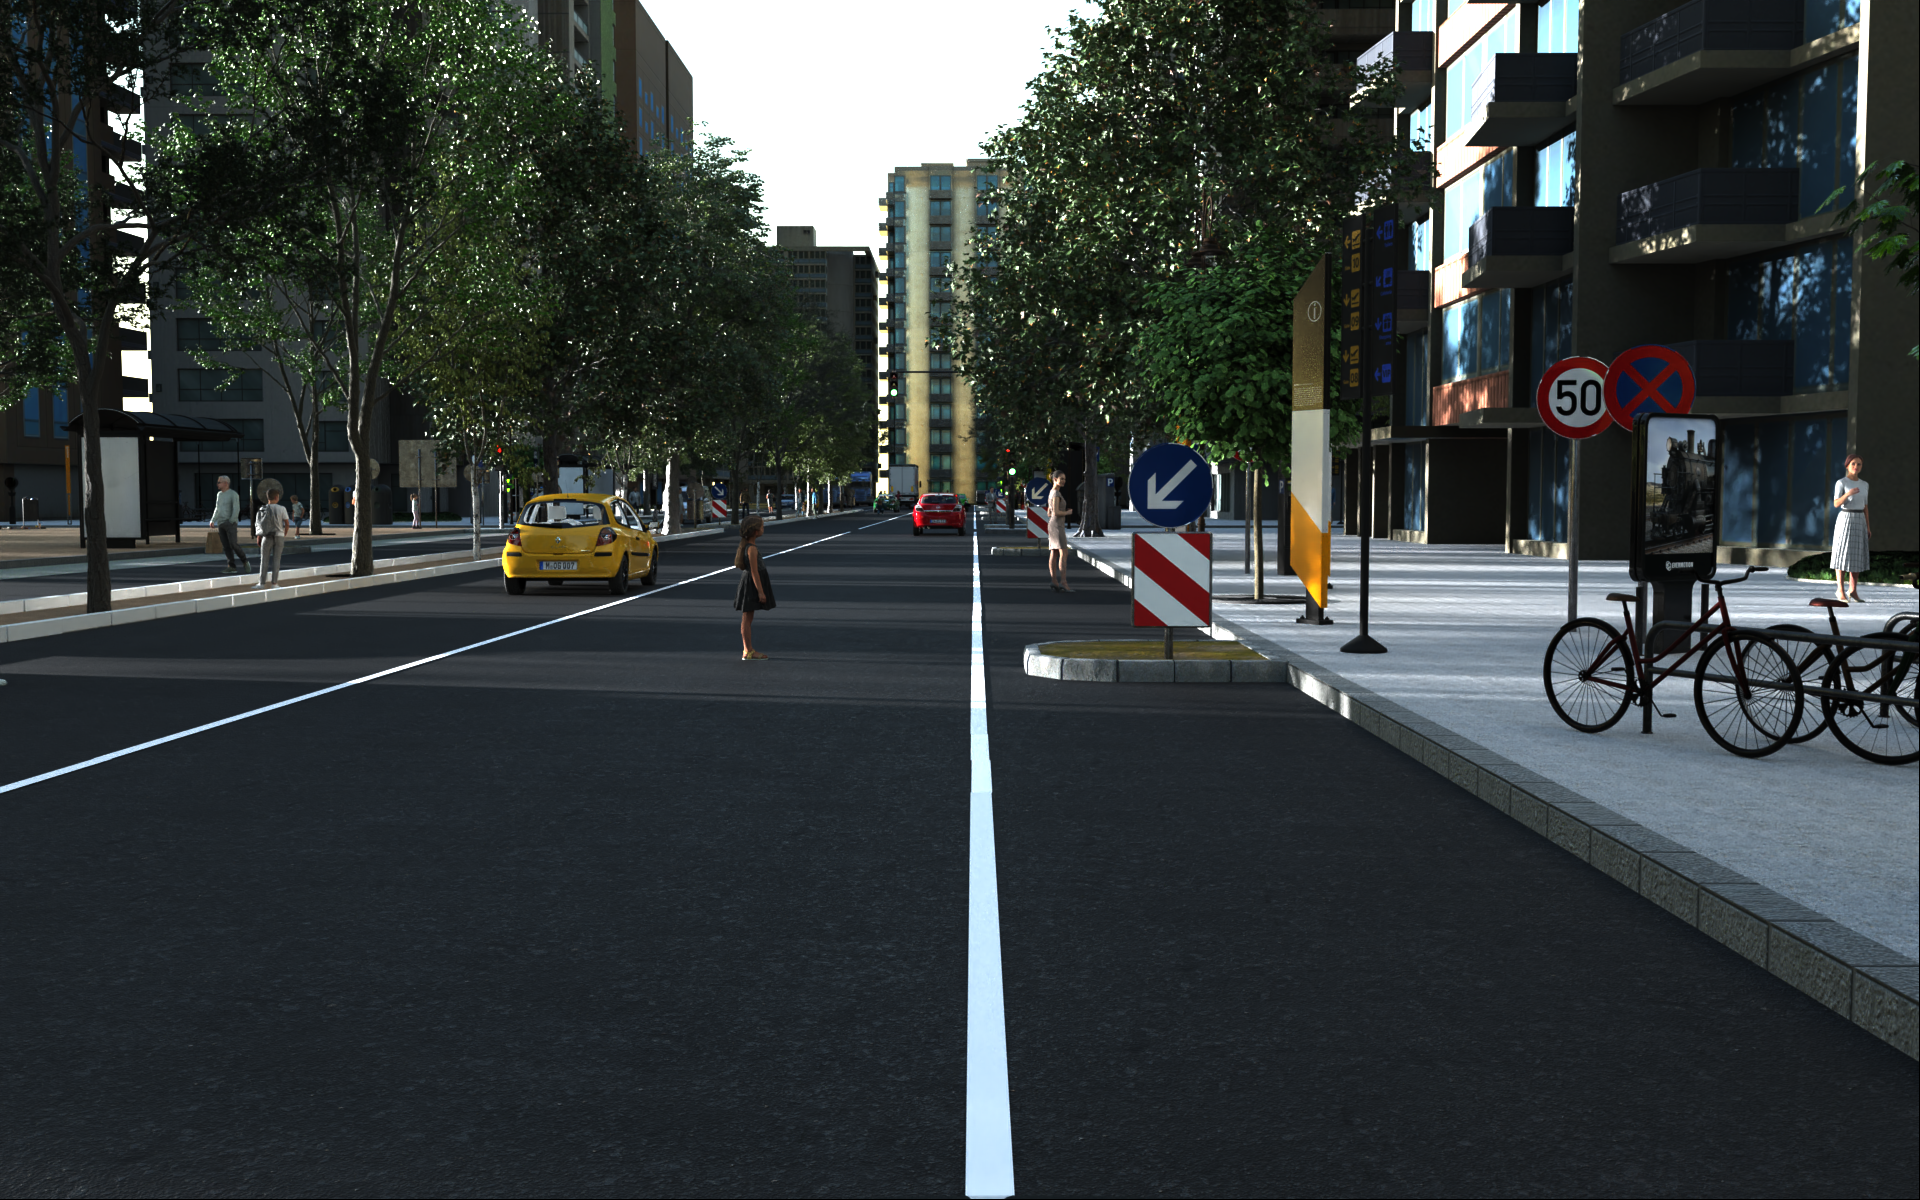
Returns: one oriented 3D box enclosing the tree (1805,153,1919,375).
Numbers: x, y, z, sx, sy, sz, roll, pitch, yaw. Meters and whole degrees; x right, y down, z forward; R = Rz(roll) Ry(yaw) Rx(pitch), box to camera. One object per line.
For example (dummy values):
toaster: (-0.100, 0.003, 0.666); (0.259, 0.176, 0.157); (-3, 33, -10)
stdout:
tree: (3.624, -0.638, 5.036); (1.663, 3.219, 1.824); (0, 3, 0)

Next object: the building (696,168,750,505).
building: (-38.643, -31.038, 199.357); (23.993, 40.220, 32.217); (0, 4, 0)

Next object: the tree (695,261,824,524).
tree: (-9.763, -9.008, 75.493); (9.928, 11.665, 9.643); (0, 3, 0)

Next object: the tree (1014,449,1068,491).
tree: (5.252, -10.938, 129.198); (4.737, 8.622, 4.395); (0, 3, 0)

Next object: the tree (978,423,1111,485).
tree: (5.058, -10.282, 86.230); (7.486, 12.596, 7.792); (0, 3, 0)

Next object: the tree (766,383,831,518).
tree: (-9.561, -9.090, 101.433); (4.737, 8.622, 4.395); (0, 3, 0)

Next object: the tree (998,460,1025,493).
tree: (5.233, -7.947, 113.652); (4.285, 4.588, 4.351); (0, 3, 0)

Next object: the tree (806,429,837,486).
tree: (-9.859, -9.837, 113.647); (4.360, 8.622, 3.978); (0, 3, 0)

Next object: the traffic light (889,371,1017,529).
traffic light: (-0.198, -5.455, 63.865); (4.771, 5.953, 1.251); (0, 4, 0)

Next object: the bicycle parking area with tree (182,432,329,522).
bicycle parking area with tree: (-35.140, -5.840, 82.488); (9.016, 4.147, 8.231); (-2, 4, -29)

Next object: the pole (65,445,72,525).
pole: (-37.396, -4.820, 72.646); (0.158, 3.312, 0.155); (0, 3, 0)

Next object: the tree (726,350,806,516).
tree: (-9.769, -8.004, 83.682); (4.360, 8.622, 3.978); (0, 3, 0)

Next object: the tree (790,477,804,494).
tree: (-18.440, -12.239, 194.701); (1.663, 3.219, 1.824); (0, 3, 0)

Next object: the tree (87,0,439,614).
tree: (-10.111, -5.111, 20.431); (8.767, 10.594, 7.601); (0, 4, 0)

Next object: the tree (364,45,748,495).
tree: (-10.515, -7.633, 44.270); (9.611, 12.733, 9.660); (0, 3, 0)

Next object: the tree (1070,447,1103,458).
tree: (10.176, -11.636, 140.613); (4.360, 8.622, 3.978); (0, 3, 0)

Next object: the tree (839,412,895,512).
tree: (-9.194, -12.142, 135.384); (8.767, 10.594, 7.601); (0, 4, 0)

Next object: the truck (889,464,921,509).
truck: (-5.342, -10.944, 167.854); (2.839, 4.237, 11.283); (0, 4, 1)

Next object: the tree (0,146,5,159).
tree: (-10.497, -3.768, 14.424); (4.360, 8.622, 3.978); (0, 3, 0)

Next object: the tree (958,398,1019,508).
tree: (4.948, -14.954, 154.870); (12.009, 13.543, 11.850); (0, 3, 0)

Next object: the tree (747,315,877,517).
tree: (-9.423, -11.433, 107.512); (7.486, 12.596, 7.792); (0, 3, 0)

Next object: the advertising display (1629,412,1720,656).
advertising display: (5.740, -0.532, 13.919); (0.974, 1.923, 0.123); (-2, 4, -33)

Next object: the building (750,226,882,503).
building: (-24.051, -34.363, 253.716); (23.993, 40.220, 32.217); (0, 4, 0)

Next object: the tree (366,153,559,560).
tree: (-10.373, -5.140, 36.856); (4.737, 8.622, 4.395); (0, 3, 0)

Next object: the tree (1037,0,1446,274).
tree: (4.371, -7.126, 33.524); (9.611, 12.733, 9.660); (0, 3, 0)

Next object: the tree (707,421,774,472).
tree: (-18.582, -12.923, 145.699); (7.601, 10.594, 8.767); (-1, 4, -12)

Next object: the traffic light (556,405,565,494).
traffic light: (-14.808, -5.961, 72.131); (4.771, 5.953, 1.251); (0, 4, 0)

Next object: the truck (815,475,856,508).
truck: (-12.752, -11.612, 179.610); (2.967, 4.110, 18.799); (0, 4, 1)

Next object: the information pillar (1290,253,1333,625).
information pillar: (3.468, -1.574, 17.096); (0.183, 3.616, 0.504); (-2, 4, -29)

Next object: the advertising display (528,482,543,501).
advertising display: (-18.843, -4.427, 77.602); (0.974, 1.923, 0.123); (-3, 4, -36)

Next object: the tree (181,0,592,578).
tree: (-10.184, -6.185, 29.344); (9.928, 11.665, 9.643); (0, 3, 0)

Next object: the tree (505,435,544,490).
tree: (-24.226, -6.945, 97.258); (4.285, 4.588, 4.351); (0, 3, 0)

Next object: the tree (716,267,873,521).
tree: (-9.716, -11.009, 92.828); (12.009, 13.543, 11.850); (0, 3, 0)

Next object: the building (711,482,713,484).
building: (-43.171, -29.037, 246.461); (14.107, 30.474, 14.160); (0, 4, 0)

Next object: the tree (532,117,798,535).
tree: (-9.990, -9.206, 59.637); (9.857, 13.997, 8.962); (0, 3, 0)

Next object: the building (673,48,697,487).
building: (-33.914, -31.737, 169.018); (14.600, 45.320, 14.200); (0, 4, 0)

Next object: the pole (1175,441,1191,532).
pole: (2.993, -1.795, 23.192); (0.158, 3.312, 0.155); (0, 3, 0)

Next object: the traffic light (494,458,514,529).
traffic light: (-16.967, -4.600, 64.128); (0.839, 4.253, 0.868); (0, 4, 0)

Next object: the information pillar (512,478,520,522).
information pillar: (-20.399, -4.581, 79.383); (0.304, 2.012, 0.304); (1, 4, 14)

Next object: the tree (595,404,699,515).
tree: (-18.792, -11.360, 103.866); (7.486, 12.596, 7.792); (0, 3, 0)

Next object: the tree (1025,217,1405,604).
tree: (3.674, -2.266, 20.761); (4.285, 4.588, 4.351); (0, 3, 0)

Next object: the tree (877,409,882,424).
tree: (-9.717, -12.184, 119.784); (7.486, 12.596, 7.792); (0, 3, 0)

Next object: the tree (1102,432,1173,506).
tree: (9.292, -7.616, 74.886); (4.737, 8.622, 4.395); (0, 3, 0)

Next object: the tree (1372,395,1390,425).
tree: (15.555, -6.676, 59.518); (4.737, 8.622, 4.395); (0, 3, 0)

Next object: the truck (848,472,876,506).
truck: (-11.588, -13.626, 212.539); (2.967, 4.110, 18.799); (0, 4, 1)

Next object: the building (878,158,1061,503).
building: (3.753, -38.537, 249.693); (30.456, 49.044, 23.786); (0, 4, 0)

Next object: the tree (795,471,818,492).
tree: (-18.079, -13.600, 206.072); (4.285, 4.588, 4.351); (0, 3, 0)

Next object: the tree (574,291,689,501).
tree: (-10.194, -6.101, 52.565); (4.360, 8.622, 3.978); (0, 3, 0)

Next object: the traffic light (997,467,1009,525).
traffic light: (1.960, -5.080, 71.974); (0.839, 4.253, 0.868); (0, 4, 0)

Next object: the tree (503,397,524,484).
tree: (-27.929, -9.398, 104.017); (4.360, 8.622, 3.978); (0, 3, 0)

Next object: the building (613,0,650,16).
building: (-34.204, -30.843, 154.389); (14.600, 45.320, 14.200); (0, 4, 0)

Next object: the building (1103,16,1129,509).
building: (23.774, -32.740, 158.999); (21.300, 48.544, 21.600); (0, 4, 0)
